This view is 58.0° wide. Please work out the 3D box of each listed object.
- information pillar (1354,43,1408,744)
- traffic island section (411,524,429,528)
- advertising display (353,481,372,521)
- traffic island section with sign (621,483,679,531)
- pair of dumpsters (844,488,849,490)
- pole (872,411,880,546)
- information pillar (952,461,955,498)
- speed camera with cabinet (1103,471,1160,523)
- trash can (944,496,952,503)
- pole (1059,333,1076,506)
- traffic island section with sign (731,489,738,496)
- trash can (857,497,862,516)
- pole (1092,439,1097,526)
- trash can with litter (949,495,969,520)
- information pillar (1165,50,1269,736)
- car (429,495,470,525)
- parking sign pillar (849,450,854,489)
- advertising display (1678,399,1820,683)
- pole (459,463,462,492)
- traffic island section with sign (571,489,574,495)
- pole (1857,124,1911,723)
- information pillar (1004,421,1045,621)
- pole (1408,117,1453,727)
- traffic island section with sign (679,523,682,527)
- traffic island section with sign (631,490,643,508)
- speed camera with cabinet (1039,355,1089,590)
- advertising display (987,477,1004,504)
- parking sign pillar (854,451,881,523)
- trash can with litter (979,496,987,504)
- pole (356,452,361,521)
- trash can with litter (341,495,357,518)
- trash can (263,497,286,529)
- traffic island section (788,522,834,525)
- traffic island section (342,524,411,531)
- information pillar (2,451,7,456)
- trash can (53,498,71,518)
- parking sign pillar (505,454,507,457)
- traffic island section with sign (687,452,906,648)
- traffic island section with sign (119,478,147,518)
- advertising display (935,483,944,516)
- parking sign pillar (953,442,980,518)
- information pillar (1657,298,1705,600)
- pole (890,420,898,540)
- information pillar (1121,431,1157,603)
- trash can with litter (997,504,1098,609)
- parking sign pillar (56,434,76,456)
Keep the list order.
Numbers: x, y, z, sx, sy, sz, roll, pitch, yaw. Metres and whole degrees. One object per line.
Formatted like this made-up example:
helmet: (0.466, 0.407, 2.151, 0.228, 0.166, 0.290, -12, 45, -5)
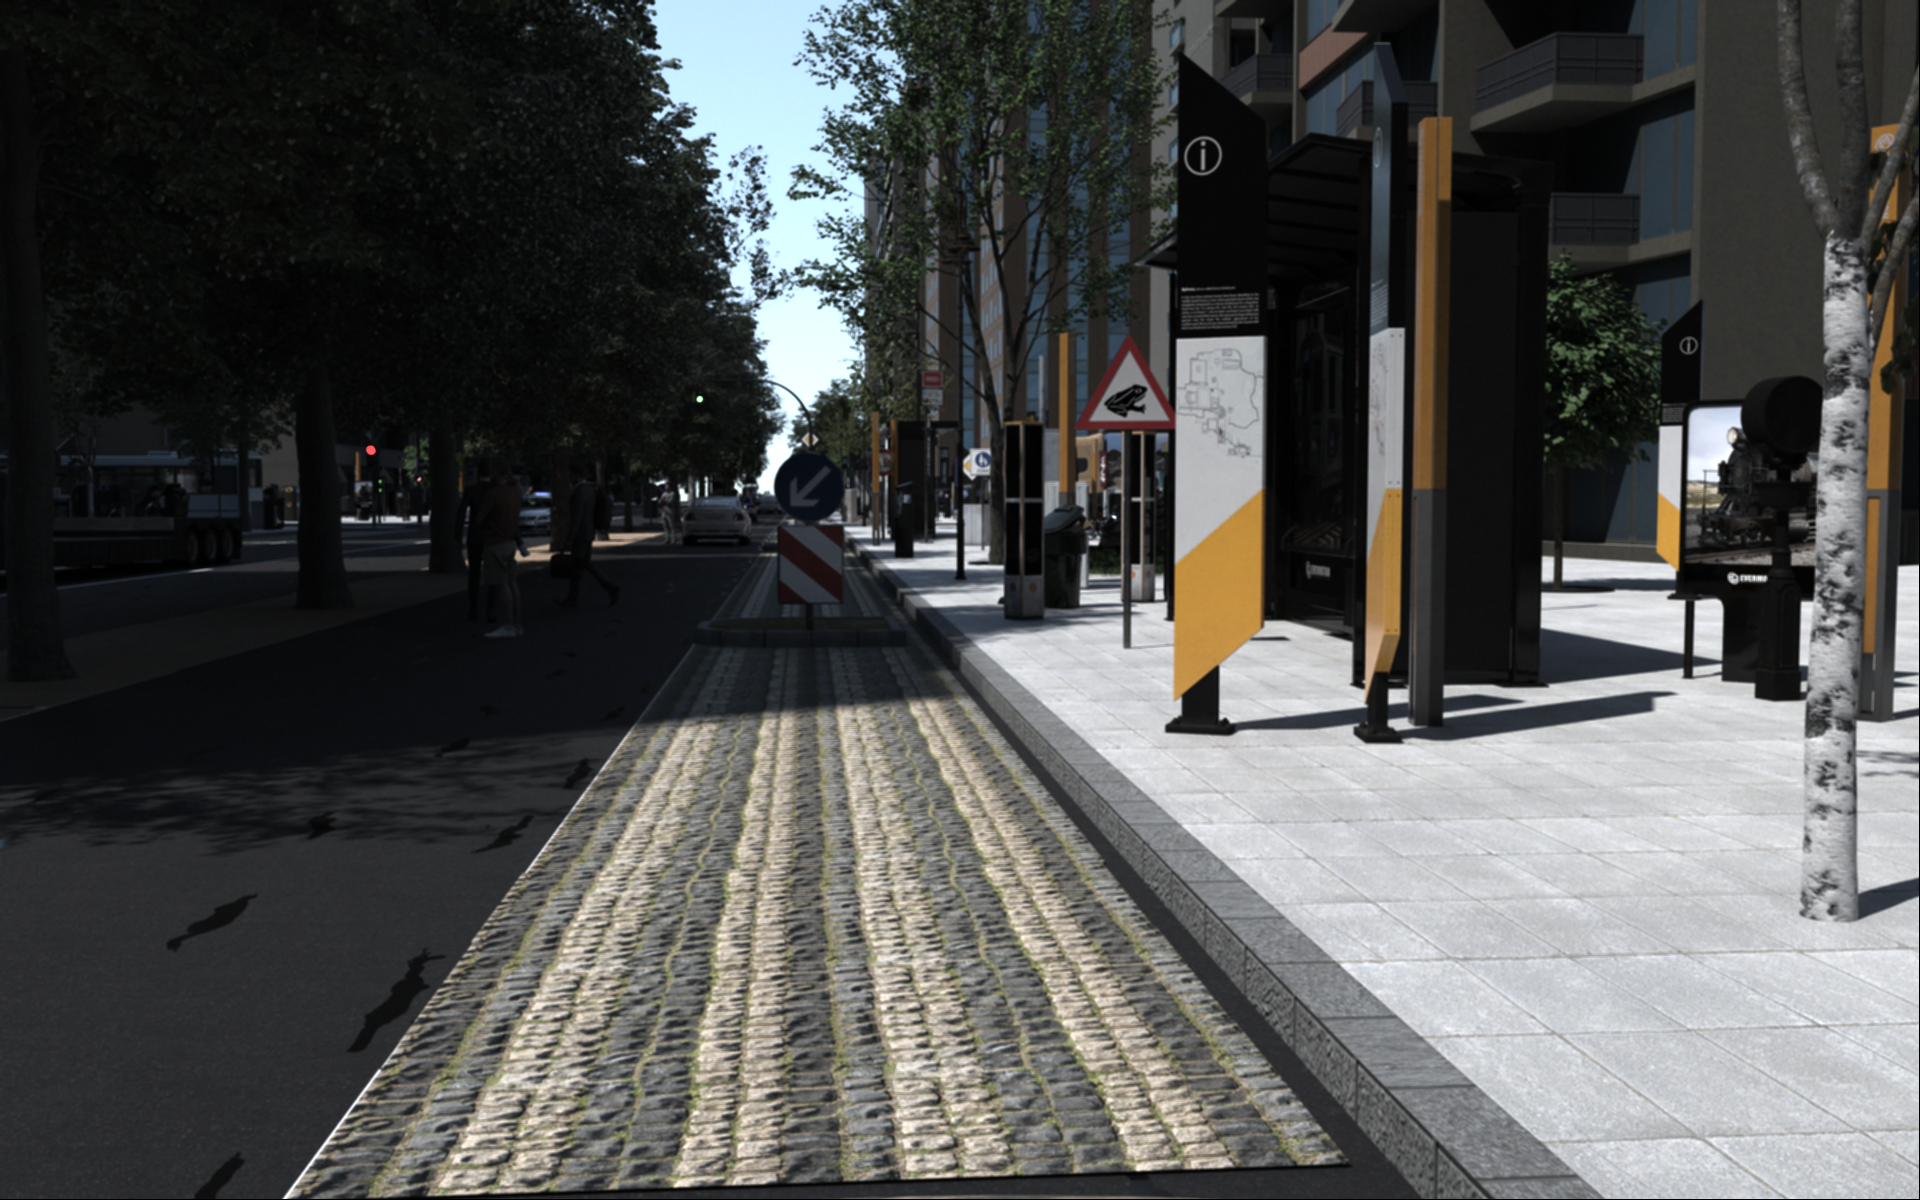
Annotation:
information pillar: (2.182, -1.072, 8.879, 0.183, 3.616, 0.504, 0, 4, 2)
traffic island section: (-23.539, -3.249, 75.409, 2.009, 0.180, 2.903, 0, 4, -5)
advertising display: (-28.523, -4.756, 82.969, 0.974, 1.923, 0.123, -2, 4, -25)
traffic island section with sign: (-12.312, -3.700, 68.629, 2.006, 1.907, 1.989, 0, 4, -5)
pair of dumpsters: (-7.297, -6.879, 114.960, 1.574, 2.255, 4.437, 0, 4, -5)
pole: (-2.076, -2.994, 42.799, 0.158, 3.312, 0.155, 0, 3, 0)
information pillar: (-0.451, -8.074, 123.371, 0.183, 3.616, 0.504, 1, 4, 14)
speed camera with cabinet: (6.407, -4.302, 64.672, 2.038, 3.252, 0.660, 0, 4, -3)
trash can: (-0.941, -7.566, 135.361, 0.748, 1.137, 0.748, 0, 3, 0)
pole: (1.368, -1.725, 22.044, 0.158, 3.312, 0.155, 0, 3, 0)
traffic island section with sign: (-19.675, -8.729, 150.847, 2.006, 1.907, 1.989, 0, 4, -5)
trash can: (-5.137, -4.434, 84.146, 0.748, 1.137, 0.748, 0, 3, 0)
pole: (4.958, -4.282, 63.860, 0.158, 3.312, 0.155, 0, 3, 0)
trash can with litter: (0.562, -4.648, 87.054, 2.233, 1.210, 1.678, 0, 4, -3)
information pillar: (1.371, -1.091, 9.193, 0.504, 3.616, 0.183, 1, 4, 21)
car: (-23.954, -4.282, 82.367, 2.083, 1.381, 4.827, 0, 4, -6)
parking sign pillar: (-6.180, -7.253, 107.064, 1.447, 3.967, 1.447, -1, 4, -18)
advertising display: (5.387, -0.398, 11.726, 0.974, 1.923, 0.123, 3, 5, 41)
pole: (-26.875, -6.080, 93.243, 0.158, 3.312, 0.155, 0, 3, 0)
traffic island section with sign: (-27.952, -7.092, 124.580, 1.989, 1.847, 2.006, 0, 4, -5)
pole: (5.171, -0.971, 9.717, 0.158, 3.312, 0.155, 0, 3, 0)
information pillar: (0.655, -0.806, 17.669, 0.304, 2.012, 0.304, -3, 4, -36)
pole: (2.588, -0.959, 9.530, 0.158, 3.312, 0.155, 0, 3, 0)
traffic island section with sign: (-12.963, -4.151, 76.007, 2.006, 1.907, 1.989, 0, 4, -5)
traffic island section with sign: (-32.475, -10.180, 175.072, 1.989, 1.847, 2.006, 0, 4, -5)
speed camera with cabinet: (1.397, -1.820, 24.090, 0.660, 3.252, 2.038, 0, 4, -3)
advertising display: (1.536, -3.790, 67.180, 0.974, 1.923, 0.123, 0, 4, -3)
parking sign pillar: (-3.779, -5.418, 77.053, 1.447, 3.967, 1.447, -1, 4, -10)
trash can with litter: (1.413, -4.391, 83.173, 1.055, 1.170, 0.624, 0, 4, 6)
pole: (-29.123, -5.509, 83.921, 0.158, 3.312, 0.155, 0, 3, 0)
trash can with litter: (-33.146, -5.102, 94.483, 2.233, 1.210, 1.678, 0, 4, 1)
trash can: (-24.937, -3.145, 63.072, 0.748, 1.137, 0.748, 0, 3, 0)
traffic island section: (-6.615, -3.342, 76.914, 2.009, 0.180, 2.903, 0, 4, -5)
traffic island section: (-22.827, -2.763, 67.456, 2.009, 0.180, 2.903, 0, 4, -5)
information pillar: (-50.385, -6.120, 91.420, 0.183, 3.616, 0.504, 2, 4, 30)
trash can: (-29.499, -2.758, 56.744, 0.748, 1.137, 0.748, 0, 3, 0)
parking sign pillar: (-30.881, -7.924, 118.024, 1.447, 3.967, 1.447, -2, 4, -24)
traffic island section with sign: (-1.582, -0.512, 16.997, 1.989, 1.847, 2.006, 0, 4, -5)
traffic island section with sign: (-20.621, -2.092, 42.832, 1.989, 1.847, 2.006, 0, 4, -5)
advertising display: (-1.422, -5.993, 103.201, 0.974, 1.923, 0.123, -2, 4, -30)
parking sign pillar: (0.355, -6.210, 90.000, 1.447, 3.967, 1.447, 2, 4, 24)
information pillar: (8.740, -1.813, 20.991, 0.504, 3.616, 0.183, 3, 5, 42)
pole: (-1.820, -3.306, 47.902, 0.158, 3.312, 0.155, 0, 3, 0)
information pillar: (2.107, -0.976, 20.450, 0.304, 2.012, 0.304, 3, 4, 36)
trash can with litter: (0.972, -0.484, 19.297, 1.055, 1.170, 0.624, -3, 5, -40)
parking sign pillar: (-39.698, -5.388, 76.572, 1.447, 3.967, 1.447, 1, 4, 13)
